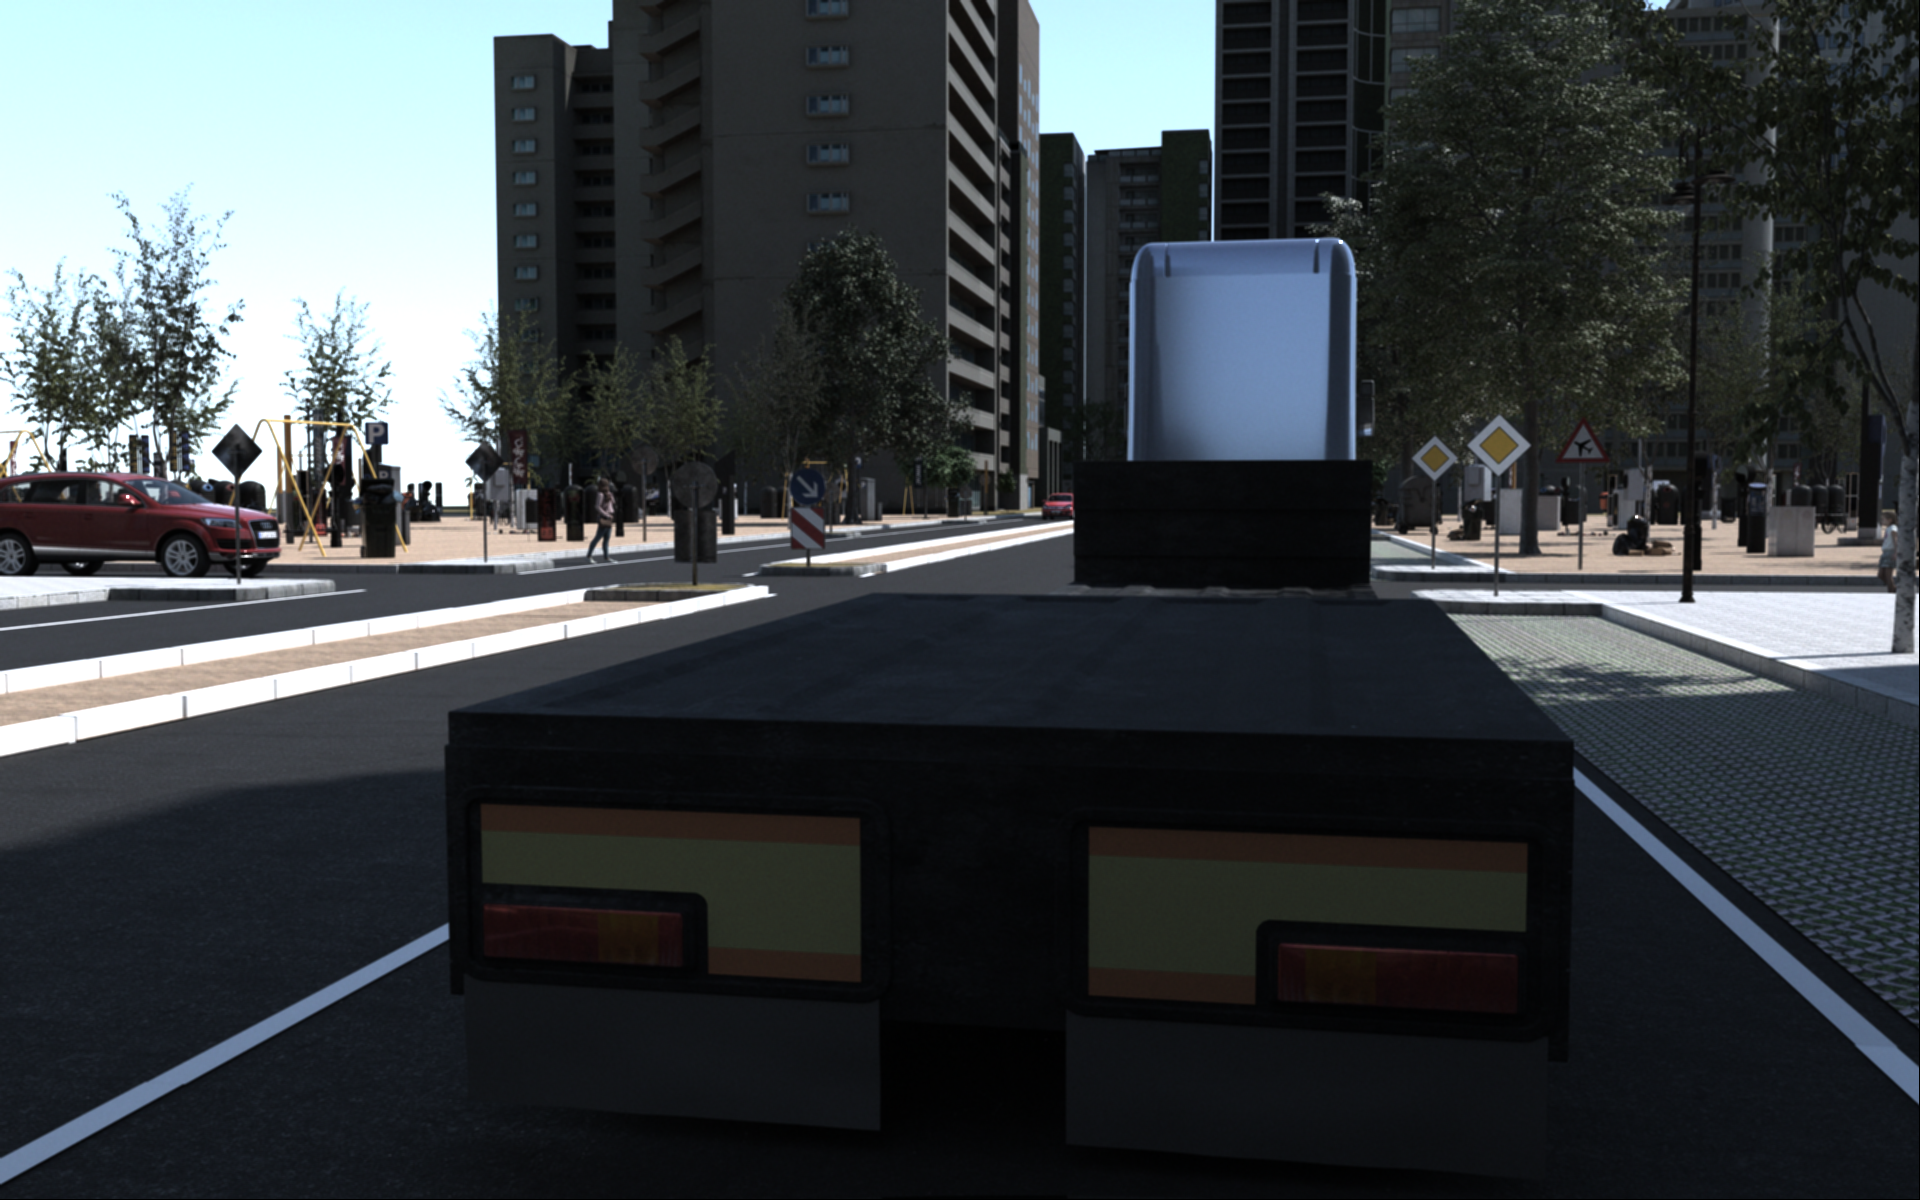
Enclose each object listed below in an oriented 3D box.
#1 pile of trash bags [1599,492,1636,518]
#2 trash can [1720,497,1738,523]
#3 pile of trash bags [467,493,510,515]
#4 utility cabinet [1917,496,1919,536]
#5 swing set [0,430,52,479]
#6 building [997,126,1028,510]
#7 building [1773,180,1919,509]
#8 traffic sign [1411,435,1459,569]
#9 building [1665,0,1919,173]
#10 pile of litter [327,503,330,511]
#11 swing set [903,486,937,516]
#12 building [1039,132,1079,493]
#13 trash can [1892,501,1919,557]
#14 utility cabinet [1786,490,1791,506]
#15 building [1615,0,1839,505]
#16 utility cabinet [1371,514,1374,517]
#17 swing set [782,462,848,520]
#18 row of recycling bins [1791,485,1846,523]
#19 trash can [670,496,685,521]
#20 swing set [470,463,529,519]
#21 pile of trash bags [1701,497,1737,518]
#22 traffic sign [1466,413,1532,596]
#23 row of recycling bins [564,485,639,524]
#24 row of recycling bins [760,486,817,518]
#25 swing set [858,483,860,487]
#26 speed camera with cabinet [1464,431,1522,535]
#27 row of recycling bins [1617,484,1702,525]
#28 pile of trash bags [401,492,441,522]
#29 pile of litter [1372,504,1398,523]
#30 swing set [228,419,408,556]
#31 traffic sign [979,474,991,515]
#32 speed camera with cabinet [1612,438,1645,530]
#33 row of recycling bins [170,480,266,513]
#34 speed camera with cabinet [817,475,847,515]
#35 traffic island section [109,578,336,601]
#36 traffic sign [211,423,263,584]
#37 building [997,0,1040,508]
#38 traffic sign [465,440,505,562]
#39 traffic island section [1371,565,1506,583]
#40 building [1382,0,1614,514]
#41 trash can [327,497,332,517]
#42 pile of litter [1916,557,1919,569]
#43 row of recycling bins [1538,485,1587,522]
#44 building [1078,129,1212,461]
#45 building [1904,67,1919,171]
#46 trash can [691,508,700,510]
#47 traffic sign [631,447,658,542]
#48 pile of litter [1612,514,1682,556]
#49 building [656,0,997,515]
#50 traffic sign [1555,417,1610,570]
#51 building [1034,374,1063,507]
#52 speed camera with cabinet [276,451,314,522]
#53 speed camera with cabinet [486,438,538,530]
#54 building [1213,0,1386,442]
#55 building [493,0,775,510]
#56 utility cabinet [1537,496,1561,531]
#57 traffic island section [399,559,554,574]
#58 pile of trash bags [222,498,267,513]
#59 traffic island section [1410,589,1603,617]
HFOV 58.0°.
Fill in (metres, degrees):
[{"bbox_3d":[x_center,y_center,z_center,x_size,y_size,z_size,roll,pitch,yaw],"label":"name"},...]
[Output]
[{"bbox_3d":[36.388,-5.159,94.107,3.447,1.369,1.912,0,4,-7],"label":"pile of trash bags"},{"bbox_3d":[34.424,-4.033,77.593,0.748,1.137,0.748,0,3,0],"label":"trash can"},{"bbox_3d":[-28.670,-5.825,104.987,3.447,1.369,1.912,2,4,35],"label":"pile of trash bags"},{"bbox_3d":[29.177,-2.525,52.450,1.020,1.237,0.306,2,4,33],"label":"utility cabinet"},{"bbox_3d":[-23.685,-2.776,43.007,3.119,2.851,2.862,3,5,41],"label":"swing set"},{"bbox_3d":[-2.477,-22.343,137.002,14.160,30.474,14.107,1,4,10],"label":"building"},{"bbox_3d":[81.488,-23.720,159.525,14.107,30.474,14.160,1,4,10],"label":"building"},{"bbox_3d":[8.081,-1.584,29.534,0.795,2.450,0.064,1,4,10],"label":"traffic sign"},{"bbox_3d":[92.459,-39.521,188.165,28.212,58.520,21.231,1,4,10],"label":"building"},{"bbox_3d":[-36.519,-5.315,100.860,1.719,0.858,1.176,-2,4,-30],"label":"pile of litter"},{"bbox_3d":[-1.862,-6.546,104.651,3.119,2.851,2.862,1,4,10],"label":"swing set"},{"bbox_3d":[6.916,-31.584,199.993,14.086,41.232,14.154,1,4,10],"label":"building"},{"bbox_3d":[19.503,-1.459,35.504,0.748,1.137,0.748,0,3,0],"label":"trash can"},{"bbox_3d":[44.950,-5.164,93.117,1.173,1.500,0.318,-2,4,-24],"label":"utility cabinet"},{"bbox_3d":[47.685,-27.162,135.972,32.217,40.220,23.993,1,4,10],"label":"building"},{"bbox_3d":[22.576,-5.332,95.864,0.318,1.500,1.173,0,4,-4],"label":"utility cabinet"},{"bbox_3d":[-7.147,-5.325,84.682,3.119,2.851,2.862,-1,4,-17],"label":"swing set"},{"bbox_3d":[39.167,-4.359,78.379,3.534,1.692,1.069,-1,4,-20],"label":"row of recycling bins"},{"bbox_3d":[-13.717,-4.425,84.005,0.748,1.137,0.748,0,3,0],"label":"trash can"},{"bbox_3d":[-23.379,-5.500,87.548,3.119,2.851,2.862,-1,4,-15],"label":"swing set"},{"bbox_3d":[41.963,-5.231,95.272,3.447,1.369,1.912,-1,4,-20],"label":"pile of trash bags"},{"bbox_3d":[6.722,-1.102,21.665,0.795,2.450,0.064,1,4,10],"label":"traffic sign"},{"bbox_3d":[-15.680,-4.211,75.969,3.534,1.692,1.069,-3,5,-42],"label":"row of recycling bins"},{"bbox_3d":[-9.105,-5.233,92.672,3.534,1.692,1.069,-3,5,-43],"label":"row of recycling bins"},{"bbox_3d":[-7.178,-6.707,107.285,2.862,2.851,3.119,1,4,15],"label":"swing set"},{"bbox_3d":[16.921,-3.673,54.396,2.038,3.252,0.660,3,5,41],"label":"speed camera with cabinet"},{"bbox_3d":[29.290,-4.023,72.888,3.534,1.692,1.069,1,4,21],"label":"row of recycling bins"},{"bbox_3d":[-25.637,-4.259,79.379,1.912,1.369,3.447,2,4,32],"label":"pile of trash bags"},{"bbox_3d":[19.237,-3.954,78.613,1.719,0.858,1.176,-2,4,-32],"label":"pile of litter"},{"bbox_3d":[-14.035,-2.419,37.176,2.862,2.851,3.119,1,4,17],"label":"swing set"},{"bbox_3d":[1.524,-6.559,107.347,0.768,2.556,0.104,1,4,17],"label":"traffic sign"},{"bbox_3d":[24.070,-4.162,62.382,0.660,3.252,2.038,0,4,7],"label":"speed camera with cabinet"},{"bbox_3d":[-22.452,-2.748,52.044,1.069,1.692,3.534,2,4,27],"label":"row of recycling bins"},{"bbox_3d":[-7.873,-6.748,104.668,2.038,3.252,0.660,0,4,-7],"label":"speed camera with cabinet"},{"bbox_3d":[-10.293,-0.146,24.674,2.009,0.180,2.903,1,4,10],"label":"traffic island section"},{"bbox_3d":[-10.268,-1.282,24.608,0.795,2.450,0.064,1,4,10],"label":"traffic sign"},{"bbox_3d":[-0.851,-30.621,150.756,14.600,45.320,14.200,1,4,10],"label":"building"},{"bbox_3d":[-8.909,-1.764,32.477,0.795,2.450,0.064,1,4,10],"label":"traffic sign"},{"bbox_3d":[8.105,-0.448,29.607,2.009,0.180,2.903,1,4,10],"label":"traffic island section"},{"bbox_3d":[36.060,-26.609,118.657,14.154,41.232,14.086,1,4,10],"label":"building"},{"bbox_3d":[-35.218,-5.208,96.807,0.748,1.137,0.748,0,3,0],"label":"trash can"},{"bbox_3d":[16.641,-0.958,29.629,1.176,0.858,1.719,2,4,33],"label":"pile of litter"},{"bbox_3d":[27.956,-4.545,81.425,1.069,1.692,3.534,-2,4,-31],"label":"row of recycling bins"},{"bbox_3d":[21.611,-31.473,198.175,14.086,41.232,14.154,1,4,10],"label":"building"},{"bbox_3d":[95.574,-29.002,157.780,14.086,41.232,14.154,1,4,10],"label":"building"},{"bbox_3d":[-13.091,-4.498,85.188,0.748,1.137,0.748,0,3,0],"label":"trash can"},{"bbox_3d":[-8.525,-2.853,46.754,0.768,2.556,0.104,1,4,11],"label":"traffic sign"},{"bbox_3d":[14.457,-1.370,36.369,1.719,0.858,1.176,-1,4,-15],"label":"pile of litter"},{"bbox_3d":[-9.555,-30.298,119.078,21.300,48.544,21.600,1,4,10],"label":"building"},{"bbox_3d":[10.505,-1.790,29.266,0.884,2.594,0.081,1,4,12],"label":"traffic sign"},{"bbox_3d":[-6.522,-52.344,168.503,31.000,86.520,22.319,1,4,10],"label":"building"},{"bbox_3d":[-30.381,-5.187,79.142,0.660,3.252,2.038,1,4,16],"label":"speed camera with cabinet"},{"bbox_3d":[-15.889,-4.142,62.056,2.038,3.252,0.660,-2,4,-31],"label":"speed camera with cabinet"},{"bbox_3d":[39.497,-46.405,196.971,20.611,71.187,20.563,1,4,10],"label":"building"},{"bbox_3d":[-32.548,-33.743,175.397,21.600,48.544,21.300,1,4,10],"label":"building"},{"bbox_3d":[20.650,-3.056,61.134,1.020,1.237,0.306,3,5,43],"label":"utility cabinet"},{"bbox_3d":[-8.934,-0.628,32.543,2.009,0.180,2.903,1,4,10],"label":"traffic island section"},{"bbox_3d":[-39.355,-5.247,95.536,1.912,1.369,3.447,-1,4,-12],"label":"pile of trash bags"},{"bbox_3d":[6.746,0.033,21.738,2.009,0.180,2.903,1,4,10],"label":"traffic island section"}]
